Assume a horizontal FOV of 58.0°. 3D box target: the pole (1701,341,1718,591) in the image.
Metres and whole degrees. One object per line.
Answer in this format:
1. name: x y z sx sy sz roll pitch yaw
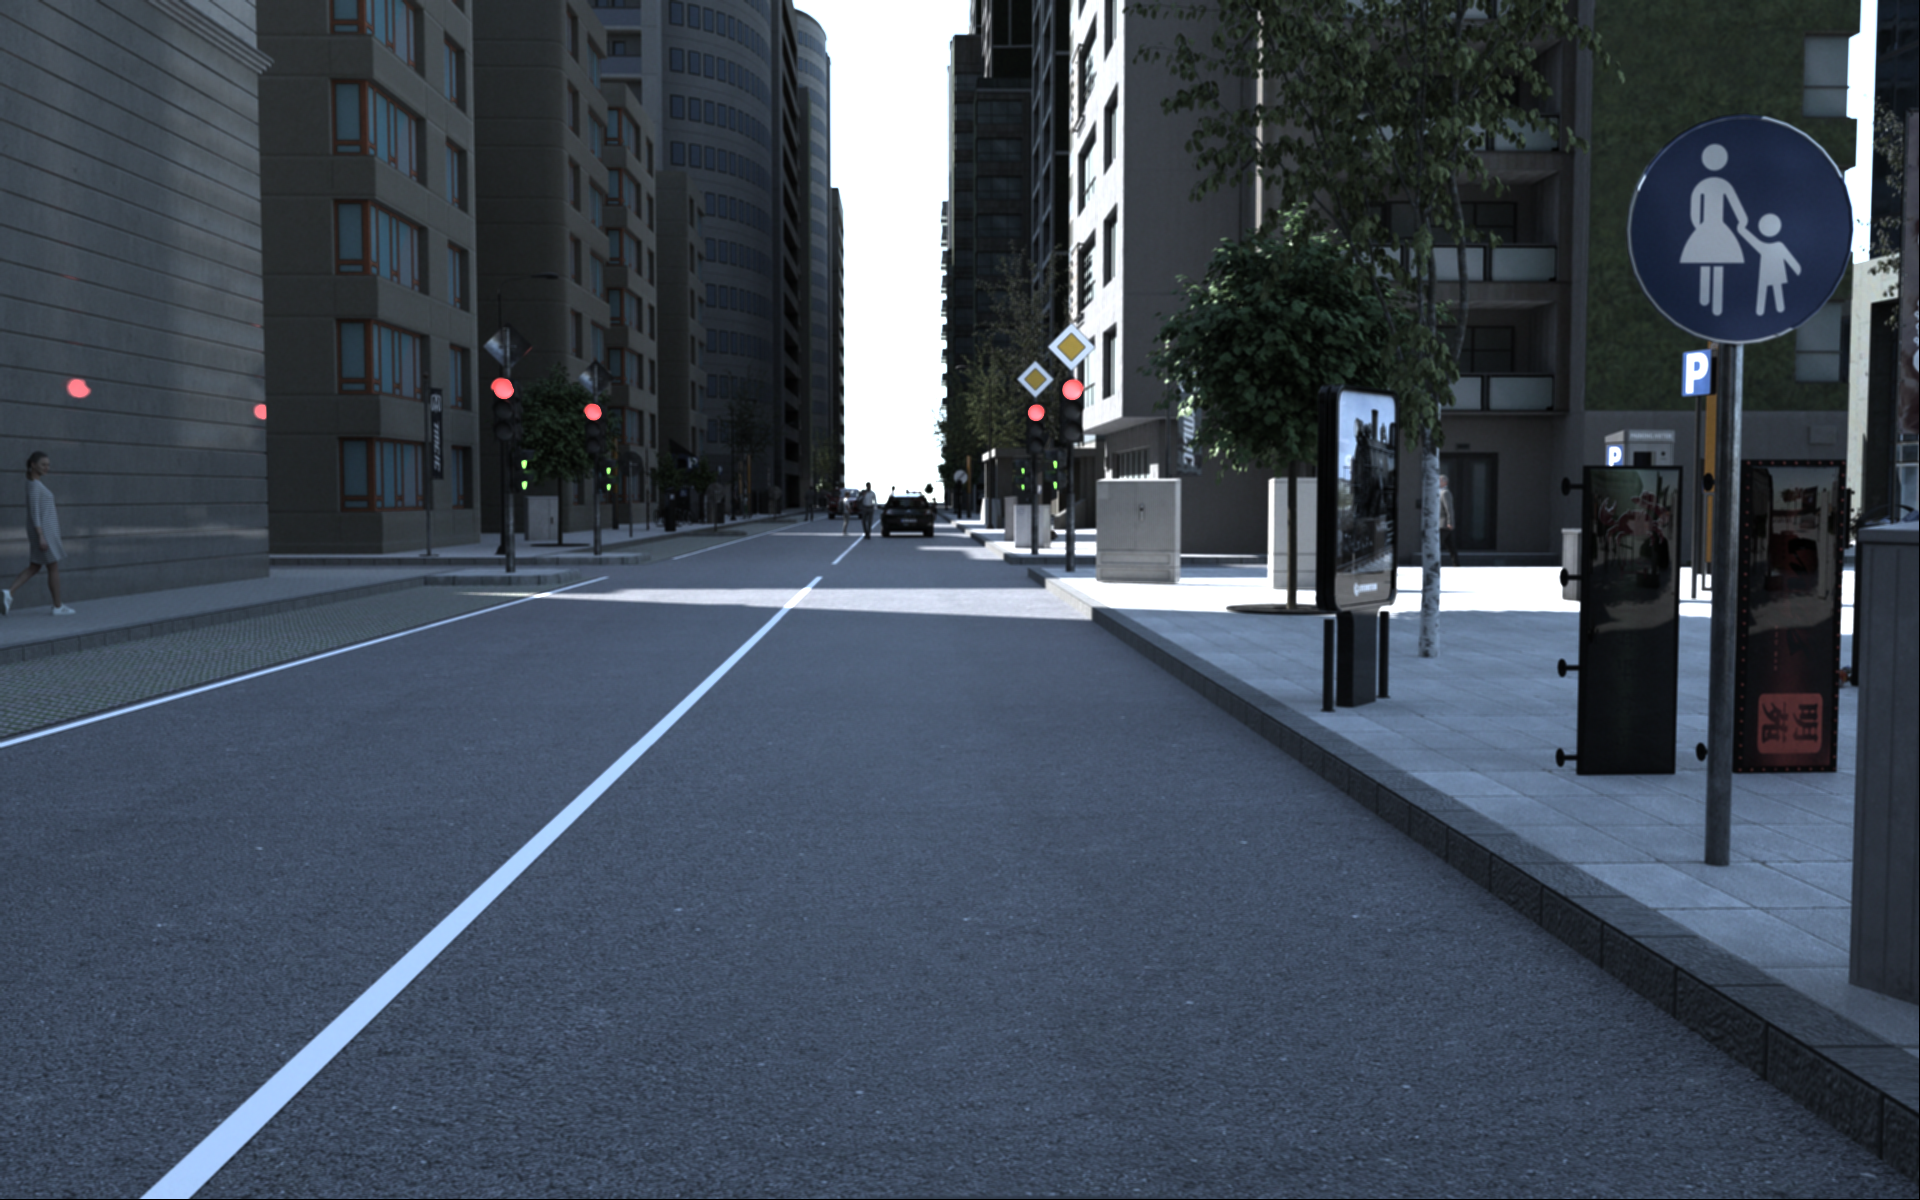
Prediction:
1. pole: 9.911 -1.774 22.840 0.158 3.312 0.155 0 3 0

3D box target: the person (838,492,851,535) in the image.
1. person: -3.990 -3.023 60.519 0.503 1.515 0.523 2 4 35

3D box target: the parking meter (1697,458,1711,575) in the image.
1. parking meter: 11.938 -1.341 27.645 0.399 1.863 0.255 1 4 13

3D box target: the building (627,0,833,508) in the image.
1. building: -26.572 -40.777 208.701 21.231 58.520 28.212 0 4 -2

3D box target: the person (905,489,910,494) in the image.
1. person: -3.848 -7.142 125.374 0.705 1.812 1.348 3 5 45

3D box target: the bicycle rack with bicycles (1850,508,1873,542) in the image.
1. bicycle rack with bicycles: 23.219 -1.997 46.041 2.925 0.926 2.852 1 4 12

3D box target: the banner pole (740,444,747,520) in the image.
1. banner pole: -10.886 -5.966 87.565 0.401 3.779 0.863 0 4 5

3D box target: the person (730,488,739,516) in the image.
1. person: -13.103 -5.699 99.813 0.643 1.750 0.593 -3 5 -44

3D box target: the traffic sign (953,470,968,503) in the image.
1. traffic sign: 0.033 -5.582 91.374 0.768 2.556 0.104 0 4 1

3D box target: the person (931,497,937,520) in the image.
1. person: -1.430 -4.976 94.535 0.373 1.253 0.362 0 4 6

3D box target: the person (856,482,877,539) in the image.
1. person: -2.988 -2.865 55.437 0.679 1.850 0.850 0 4 1

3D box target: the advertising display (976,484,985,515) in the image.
1. advertising display: 1.446 -6.278 107.866 0.974 1.923 0.123 -2 4 -32

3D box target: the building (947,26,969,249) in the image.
1. building: 8.890 -41.819 225.737 21.231 58.520 28.212 0 4 -2

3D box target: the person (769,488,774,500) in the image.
1. person: -12.434 -6.625 115.191 0.721 1.723 1.217 1 4 19

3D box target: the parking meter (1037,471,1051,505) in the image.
1. parking meter: 2.103 -2.318 43.605 0.255 1.863 0.399 -2 4 -27

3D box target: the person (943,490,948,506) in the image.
1. person: -1.520 -10.687 181.320 0.434 1.755 0.990 1 4 16

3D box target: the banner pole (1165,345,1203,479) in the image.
1. banner pole: 3.714 -2.394 29.167 0.863 3.779 0.401 -1 4 -18

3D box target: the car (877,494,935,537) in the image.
1. car: -1.815 -3.006 58.927 2.009 1.686 4.222 0 4 -4

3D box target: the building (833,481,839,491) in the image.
1. building: -32.900 -33.278 235.968 32.217 40.220 23.993 0 4 -2

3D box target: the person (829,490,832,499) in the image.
1. person: -14.826 -11.701 198.149 1.217 1.735 0.721 -2 4 -30

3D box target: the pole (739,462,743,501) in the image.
1. pole: -13.743 -7.018 108.581 0.158 3.312 0.155 0 3 0

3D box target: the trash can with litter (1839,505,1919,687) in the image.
1. trash can with litter: 6.633 -0.032 11.583 2.233 1.210 1.678 -1 4 -13

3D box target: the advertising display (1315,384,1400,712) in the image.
1. advertising display: 2.420 -0.325 10.520 0.123 1.923 0.974 3 4 36

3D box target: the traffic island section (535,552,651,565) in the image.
1. traffic island section: -7.632 -0.862 36.382 2.009 0.180 2.903 0 4 -2

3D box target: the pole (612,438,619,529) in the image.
1. pole: -12.520 -4.221 62.853 0.158 3.312 0.155 0 3 0

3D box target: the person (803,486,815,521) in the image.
1. person: -7.965 -5.068 91.164 0.655 1.846 0.447 -2 4 -30

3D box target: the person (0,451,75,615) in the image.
1. person: -9.707 -0.699 18.215 0.466 1.731 0.760 2 4 29

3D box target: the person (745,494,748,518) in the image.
1. person: -11.688 -5.136 94.264 0.306 1.304 0.590 0 4 4

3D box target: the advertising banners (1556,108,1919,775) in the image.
1. advertising banners: 3.770 -0.716 7.891 2.074 3.025 0.090 0 4 -4

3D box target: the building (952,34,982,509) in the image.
1. building: 6.279 -29.032 158.262 14.154 41.232 14.086 0 4 -2

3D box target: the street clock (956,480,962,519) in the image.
1. street clock: -0.030 -5.224 89.987 0.358 2.002 0.471 0 4 5

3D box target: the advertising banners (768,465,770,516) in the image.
1. advertising banners: -11.496 -6.610 104.259 0.090 3.025 2.074 0 4 -7

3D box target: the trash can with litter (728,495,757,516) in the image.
1. trash can with litter: -12.760 -5.551 101.809 2.233 1.210 1.678 -3 5 -39

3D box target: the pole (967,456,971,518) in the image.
1. pole: 0.475 -6.016 92.203 0.158 3.312 0.155 0 3 0

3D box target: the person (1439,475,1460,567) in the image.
1. person: 8.800 -1.400 31.784 0.834 1.777 0.661 0 4 0

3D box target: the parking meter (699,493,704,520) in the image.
1. parking meter: -12.975 -4.934 86.384 0.399 1.863 0.255 -2 4 -26

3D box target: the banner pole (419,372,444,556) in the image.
1. banner pole: -10.915 -2.806 35.891 0.401 3.779 0.863 1 4 14

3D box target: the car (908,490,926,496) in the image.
1. car: -4.636 -10.249 176.249 2.281 1.827 5.304 0 3 0

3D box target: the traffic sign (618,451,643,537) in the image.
1. traffic sign: -9.772 -3.135 51.364 0.768 2.556 0.104 0 4 5

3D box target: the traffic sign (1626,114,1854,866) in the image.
1. traffic sign: 2.626 -0.356 5.930 0.768 2.556 0.104 0 4 -1

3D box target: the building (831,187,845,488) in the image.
1. building: -28.269 -38.833 258.618 21.300 48.544 21.600 0 4 -2

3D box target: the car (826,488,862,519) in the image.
1. car: -6.609 -5.636 100.814 2.281 1.827 5.304 0 4 -3

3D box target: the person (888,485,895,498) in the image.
1. person: -3.289 -4.504 81.982 0.795 1.843 0.661 -1 4 -20

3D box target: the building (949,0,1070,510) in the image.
1. building: 9.287 -45.047 174.762 20.563 71.187 20.611 0 4 -2

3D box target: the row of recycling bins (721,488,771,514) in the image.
1. row of recycling bins: -13.728 -6.314 110.342 3.534 1.692 1.069 0 4 6

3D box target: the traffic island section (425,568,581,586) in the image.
1. traffic island section: -7.390 -0.374 28.401 2.009 0.180 2.903 0 4 -2

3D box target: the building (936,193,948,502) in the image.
1. building: 8.240 -38.912 255.819 23.786 49.044 30.456 0 4 -2

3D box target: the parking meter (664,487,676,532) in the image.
1. parking meter: -9.935 -3.116 59.360 0.372 1.533 0.369 0 3 0

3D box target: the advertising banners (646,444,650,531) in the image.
1. advertising banners: -11.023 -3.968 61.064 0.090 3.025 2.074 -1 4 -9

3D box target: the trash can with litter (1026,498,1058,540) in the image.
1. trash can with litter: 2.324 -2.288 48.790 0.624 1.170 1.055 -3 5 -45

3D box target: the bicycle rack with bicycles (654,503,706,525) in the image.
1. bicycle rack with bicycles: -11.500 -3.647 73.008 2.852 0.926 2.925 -1 4 -22

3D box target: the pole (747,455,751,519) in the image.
1. pole: -10.967 -5.884 90.051 0.158 3.312 0.155 0 3 0

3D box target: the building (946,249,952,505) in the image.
1. building: 5.342 -26.518 205.266 14.160 30.474 14.107 0 4 -2
